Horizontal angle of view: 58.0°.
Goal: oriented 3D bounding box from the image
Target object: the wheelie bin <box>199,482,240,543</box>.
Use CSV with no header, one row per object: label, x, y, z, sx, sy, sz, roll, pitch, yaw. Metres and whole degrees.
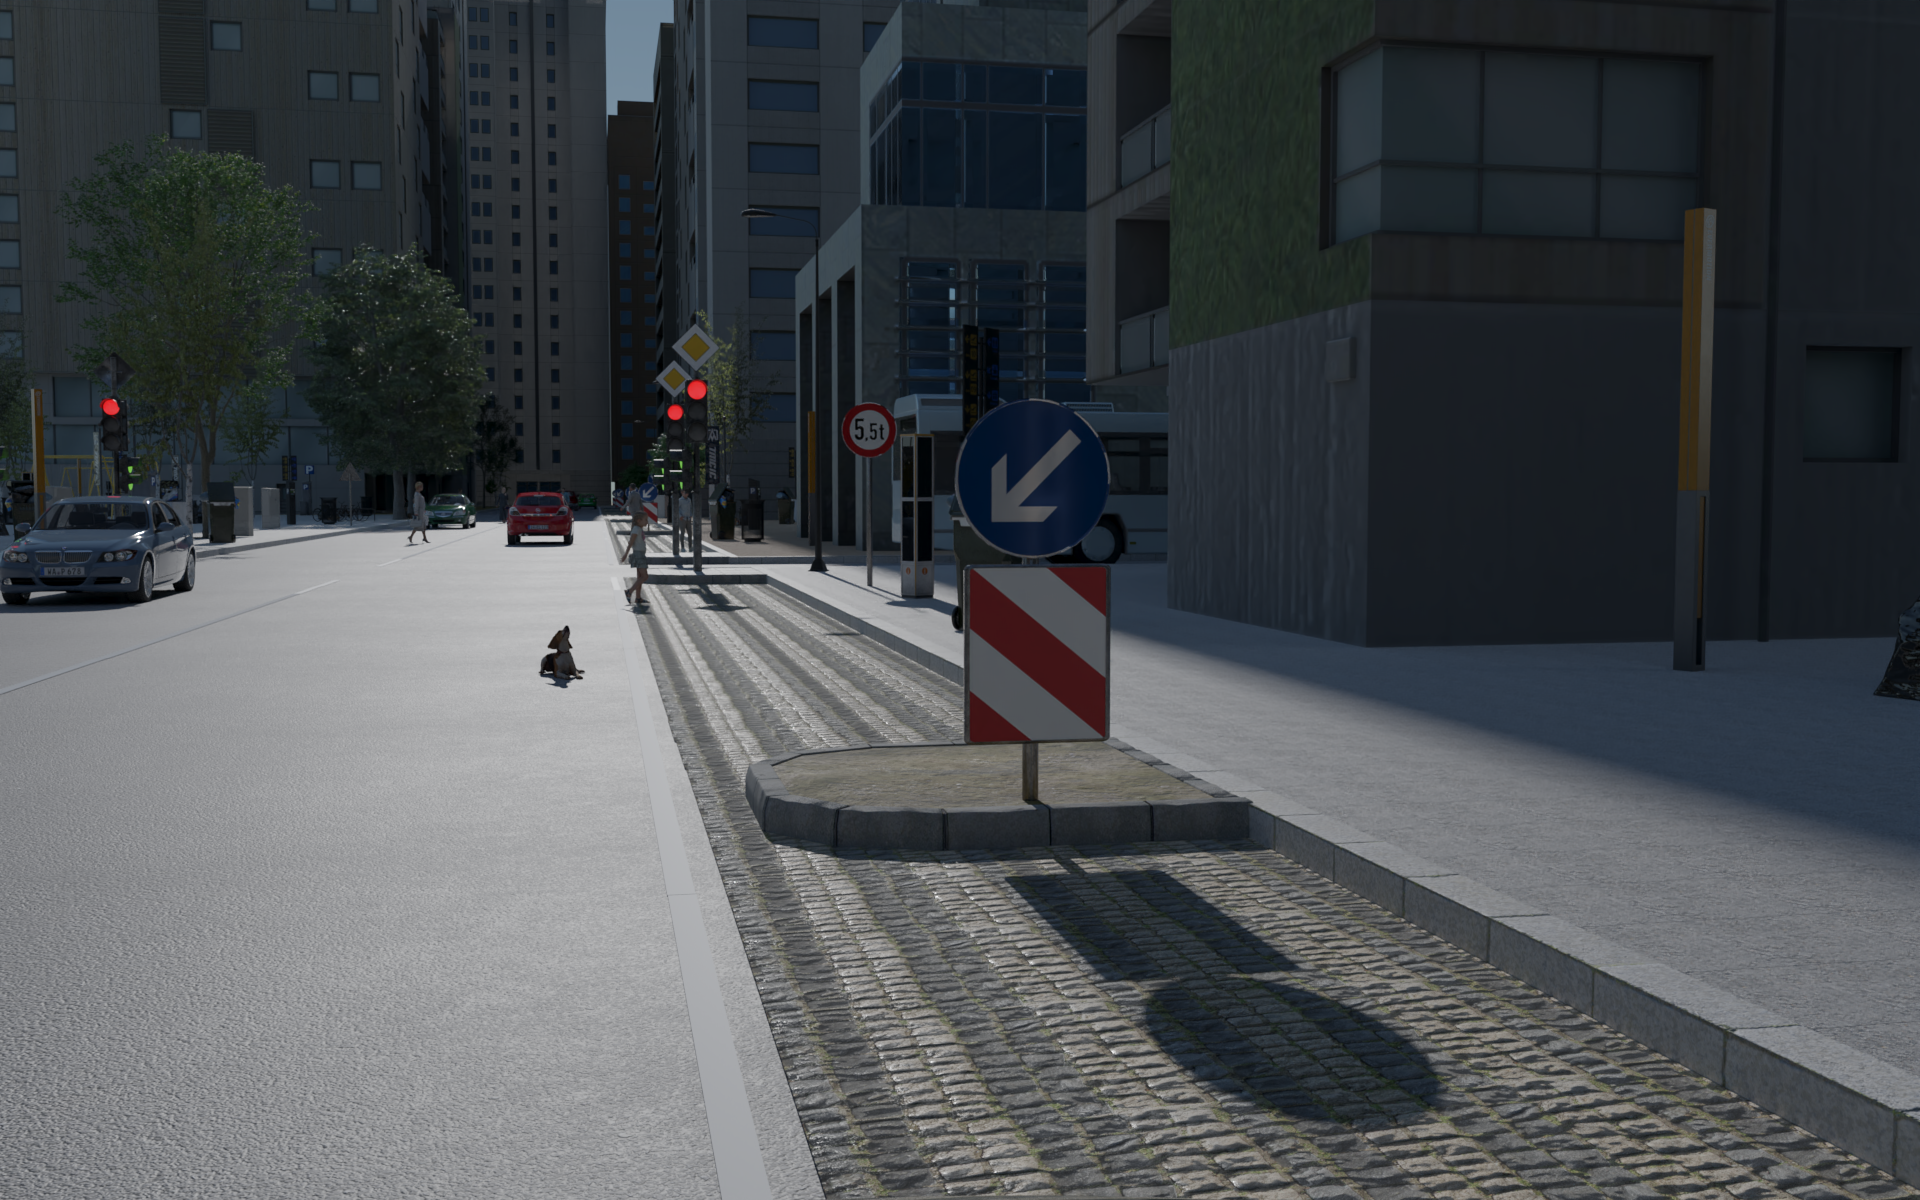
wheelie bin,-19.460,-2.300,45.520,0.980,1.594,0.693,-2,4,-30

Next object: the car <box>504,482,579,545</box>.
car,-12.211,-2.536,50.512,2.155,1.783,4.494,-1,4,-11

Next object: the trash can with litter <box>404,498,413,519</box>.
trash can with litter,-28.350,-4.704,88.295,0.624,1.170,1.055,1,4,8

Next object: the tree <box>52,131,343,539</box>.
tree,-21.688,-7.579,49.670,9.928,11.665,9.643,0,3,0

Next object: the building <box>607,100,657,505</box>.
building,-33.540,-33.728,201.558,14.200,45.320,14.600,-1,4,-12

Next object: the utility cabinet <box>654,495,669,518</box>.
utility cabinet,-16.012,-4.998,92.886,1.020,1.237,0.306,3,5,45

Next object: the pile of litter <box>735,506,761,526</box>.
pile of litter,-8.921,-3.462,70.562,1.719,0.858,1.176,-1,4,-13

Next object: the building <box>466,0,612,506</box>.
building,-55.080,-40.279,200.554,28.212,58.520,21.231,-1,4,-12

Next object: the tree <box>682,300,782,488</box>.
tree,-8.919,-7.103,66.494,4.360,8.622,3.978,0,3,0

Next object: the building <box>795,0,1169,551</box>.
building,10.690,-45.116,50.325,31.000,86.520,22.319,-1,4,-12

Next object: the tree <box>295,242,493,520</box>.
tree,-28.189,-10.991,86.350,9.857,13.997,8.962,0,3,0

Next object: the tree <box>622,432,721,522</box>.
tree,-12.694,-5.855,79.436,4.285,4.588,4.351,0,3,0

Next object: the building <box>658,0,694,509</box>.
building,-16.639,-43.707,152.857,20.563,71.187,20.611,-1,4,-12

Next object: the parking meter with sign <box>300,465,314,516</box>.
parking meter with sign,-39.318,-6.602,104.207,0.543,3.016,1.738,0,4,-7

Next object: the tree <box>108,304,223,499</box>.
tree,-30.544,-7.075,66.031,4.360,8.622,3.978,0,3,0

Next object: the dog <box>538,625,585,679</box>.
dog,-3.101,0.395,13.734,0.550,0.427,0.748,1,4,16

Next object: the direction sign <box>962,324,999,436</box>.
direction sign,0.285,-1.929,23.536,0.379,3.537,0.876,2,4,33

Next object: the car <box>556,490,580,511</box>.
car,-33.650,-8.518,147.935,2.281,1.827,5.304,-1,4,-11

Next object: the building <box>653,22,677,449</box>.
building,-19.552,-33.688,174.498,21.300,48.544,21.600,-1,4,-12

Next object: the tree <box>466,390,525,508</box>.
tree,-42.345,-13.484,154.869,8.767,10.594,7.601,3,5,44

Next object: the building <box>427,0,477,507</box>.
building,-58.392,-44.528,166.289,20.611,71.187,20.563,-1,4,-12

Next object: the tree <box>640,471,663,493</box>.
tree,-24.876,-8.825,138.897,1.663,3.219,1.824,0,3,0

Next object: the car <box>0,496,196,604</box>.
car,-11.925,-0.745,24.189,2.014,1.417,4.499,-1,4,-13

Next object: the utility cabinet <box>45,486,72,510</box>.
utility cabinet,-25.249,-2.438,48.534,0.318,1.500,1.173,0,4,-4

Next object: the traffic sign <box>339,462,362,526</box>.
traffic sign,-24.604,-4.276,69.917,0.884,2.594,0.081,0,4,-7

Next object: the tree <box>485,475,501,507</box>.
tree,-46.500,-10.855,172.085,1.663,3.219,1.824,0,3,0

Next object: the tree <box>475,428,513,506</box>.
tree,-47.705,-13.907,177.737,4.737,8.622,4.395,0,3,0

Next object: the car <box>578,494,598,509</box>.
car,-35.070,-9.428,162.939,1.959,1.807,4.718,-1,4,-11

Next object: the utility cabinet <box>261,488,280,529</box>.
utility cabinet,-25.426,-3.379,63.927,0.318,1.500,1.173,0,4,-4

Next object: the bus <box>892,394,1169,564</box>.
bus,5.391,-2.406,34.198,13.247,3.499,2.948,-1,4,-13

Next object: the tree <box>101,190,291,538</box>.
tree,-18.955,-5.628,42.380,4.737,8.622,4.395,0,3,0

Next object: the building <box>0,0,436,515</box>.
building,-50.964,-32.314,117.577,28.713,52.752,27.495,-1,4,-12

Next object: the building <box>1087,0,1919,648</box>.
building,8.851,-20.656,21.324,14.154,41.232,14.086,-1,4,-12

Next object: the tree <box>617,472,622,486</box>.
tree,-31.315,-11.251,167.668,4.285,4.588,4.351,0,3,0

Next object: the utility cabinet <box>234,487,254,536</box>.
utility cabinet,-21.759,-2.633,51.735,1.173,1.500,0.318,0,4,4

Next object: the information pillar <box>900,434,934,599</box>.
information pillar,-0.525,-1.030,21.336,0.304,2.012,0.304,-3,5,-40

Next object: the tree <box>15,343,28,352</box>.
tree,-44.436,-7.923,79.905,4.737,8.622,4.395,0,3,0

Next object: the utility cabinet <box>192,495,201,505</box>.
utility cabinet,-43.818,-5.445,100.192,1.020,1.237,0.306,-1,4,-16

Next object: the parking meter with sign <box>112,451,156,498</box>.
parking meter with sign,-27.317,-3.772,57.931,1.738,3.016,0.543,0,4,-2

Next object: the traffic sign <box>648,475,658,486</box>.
traffic sign,-18.407,-6.377,104.375,0.768,2.556,0.104,0,4,-3

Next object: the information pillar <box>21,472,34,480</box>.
information pillar,-31.097,-3.262,57.825,0.304,2.012,0.304,-1,4,-14

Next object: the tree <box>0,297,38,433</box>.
tree,-36.354,-6.977,64.429,4.360,8.622,3.978,0,3,0

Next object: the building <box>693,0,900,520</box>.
building,-4.528,-34.018,98.193,21.231,58.520,28.212,-1,4,-12

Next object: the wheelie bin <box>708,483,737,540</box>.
wheelie bin,-6.721,-2.519,49.096,0.693,1.594,0.980,-2,4,-31

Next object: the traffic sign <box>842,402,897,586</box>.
traffic sign,-1.259,-1.469,24.124,0.768,2.556,0.104,0,4,-2

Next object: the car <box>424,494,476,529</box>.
car,-21.364,-3.715,72.539,2.131,1.459,4.920,-1,4,-10

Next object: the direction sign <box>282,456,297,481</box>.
direction sign,-39.497,-6.734,102.090,0.876,3.537,0.379,0,4,3

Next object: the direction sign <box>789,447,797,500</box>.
direction sign,-7.948,-5.622,83.920,0.379,3.537,0.876,3,5,44

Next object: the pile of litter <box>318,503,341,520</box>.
pile of litter,-31.535,-4.454,86.787,1.176,0.858,1.719,1,4,12

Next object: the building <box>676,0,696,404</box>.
building,-7.156,-33.107,130.538,28.713,52.752,27.495,-1,4,-12

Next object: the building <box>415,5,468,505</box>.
building,-47.957,-27.920,140.092,14.154,41.232,14.086,-1,4,-12

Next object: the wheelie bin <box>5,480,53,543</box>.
wheelie bin,-21.521,-1.966,40.051,0.980,1.594,0.693,-2,4,-26
